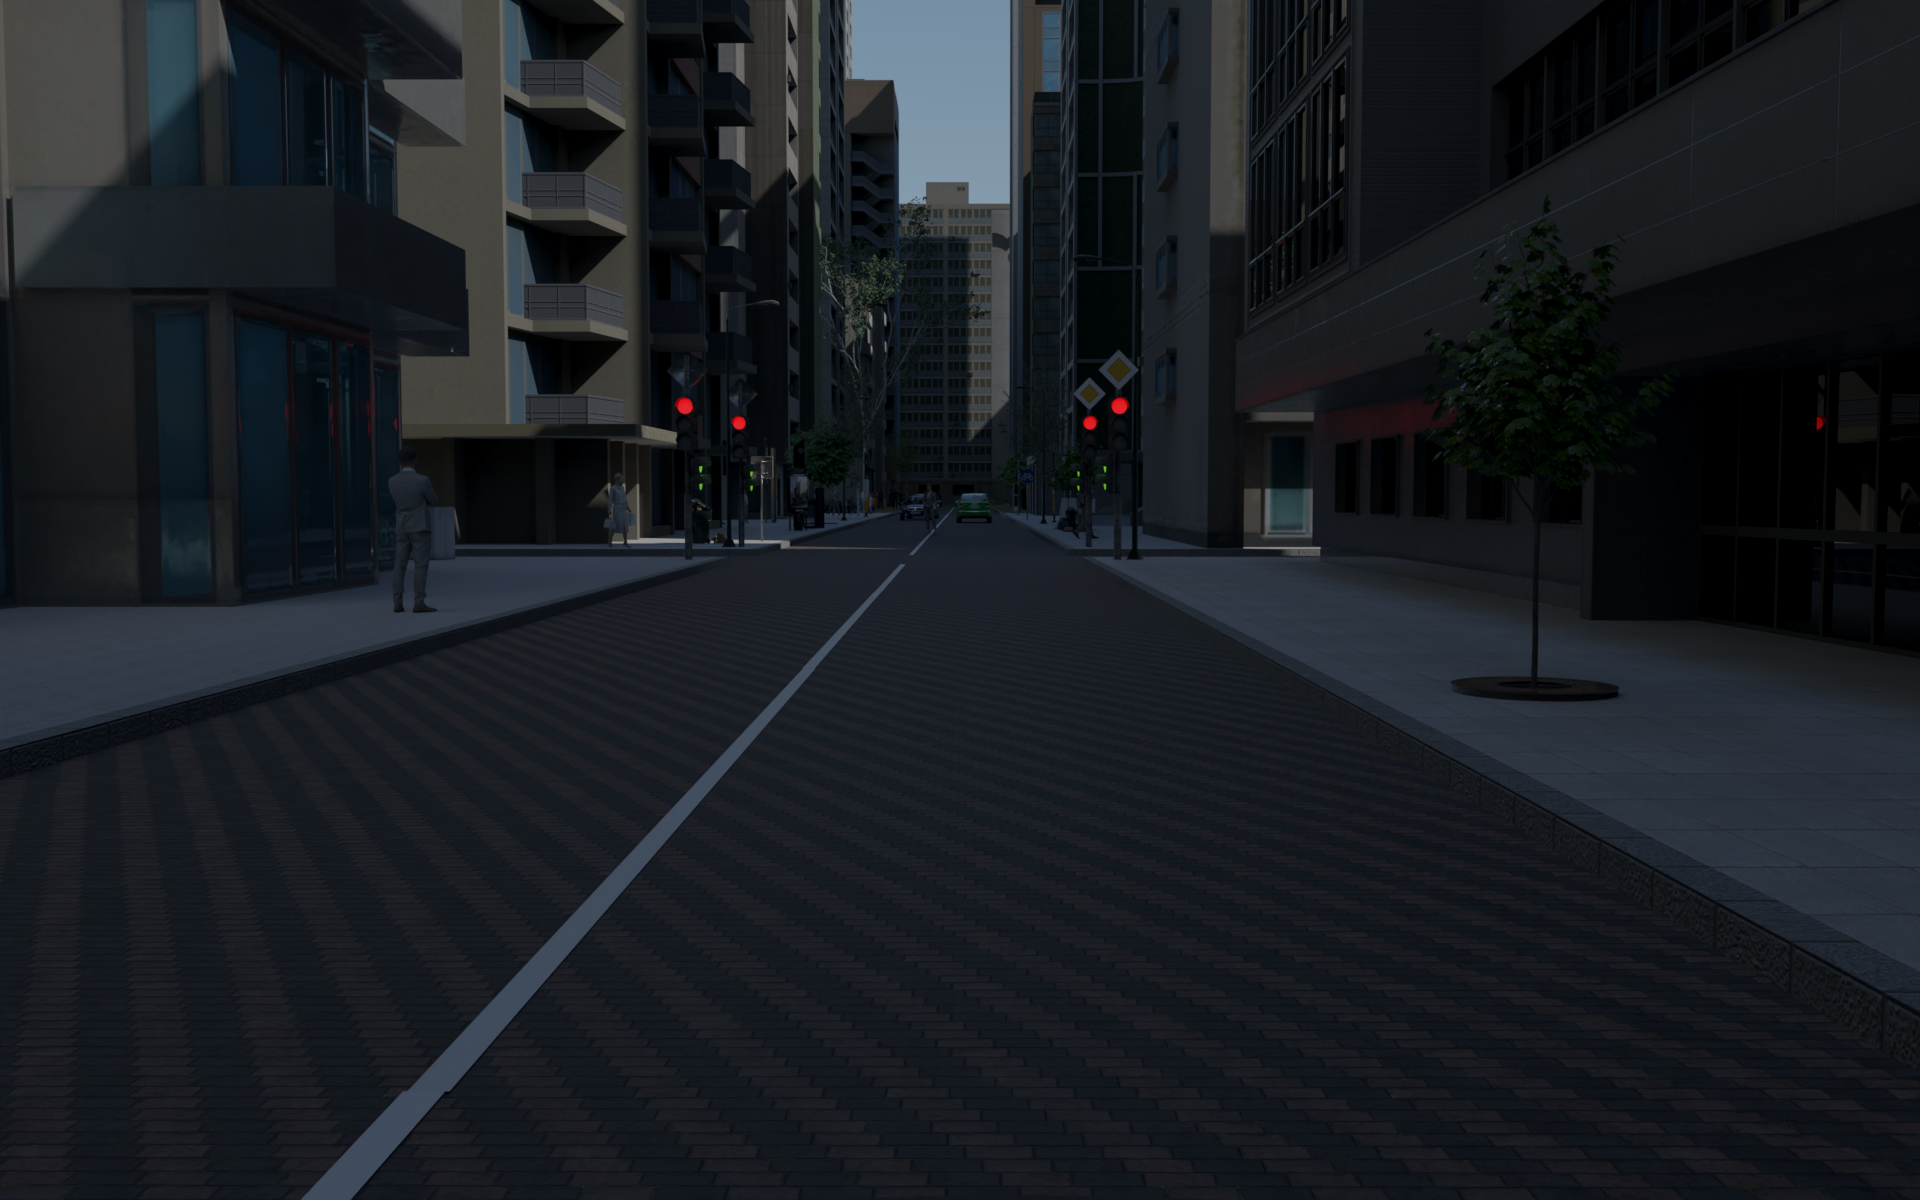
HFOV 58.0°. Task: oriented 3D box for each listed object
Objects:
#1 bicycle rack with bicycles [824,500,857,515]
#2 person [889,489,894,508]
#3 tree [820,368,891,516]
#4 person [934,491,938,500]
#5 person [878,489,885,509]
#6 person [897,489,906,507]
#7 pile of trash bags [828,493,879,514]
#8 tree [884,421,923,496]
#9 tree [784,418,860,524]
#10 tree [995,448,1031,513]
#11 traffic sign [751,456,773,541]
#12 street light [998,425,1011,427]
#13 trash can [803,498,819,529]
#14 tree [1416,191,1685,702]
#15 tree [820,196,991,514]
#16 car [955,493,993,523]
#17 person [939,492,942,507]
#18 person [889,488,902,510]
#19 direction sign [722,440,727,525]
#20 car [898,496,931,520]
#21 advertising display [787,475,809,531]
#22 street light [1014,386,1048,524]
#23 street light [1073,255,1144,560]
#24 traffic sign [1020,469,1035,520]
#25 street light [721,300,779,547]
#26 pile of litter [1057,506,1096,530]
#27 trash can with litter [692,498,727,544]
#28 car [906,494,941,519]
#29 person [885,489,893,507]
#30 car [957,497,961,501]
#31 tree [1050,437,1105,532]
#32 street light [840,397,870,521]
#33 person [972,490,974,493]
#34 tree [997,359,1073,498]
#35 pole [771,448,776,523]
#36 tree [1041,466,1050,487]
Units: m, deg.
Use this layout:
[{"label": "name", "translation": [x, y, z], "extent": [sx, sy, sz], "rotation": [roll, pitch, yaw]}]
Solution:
[{"label": "bicycle rack with bicycles", "translation": [-7.646, -5.692, 106.450], "extent": [2.852, 0.926, 2.925], "rotation": [2, 4, 24]}, {"label": "person", "translation": [-6.250, -9.374, 159.756], "extent": [0.683, 1.767, 0.568], "rotation": [0, 4, 6]}, {"label": "tree", "translation": [-6.150, -9.175, 100.371], "extent": [4.360, 8.622, 3.978], "rotation": [0, 3, 0]}, {"label": "person", "translation": [-2.456, -10.456, 180.175], "extent": [0.721, 1.735, 1.217], "rotation": [0, 4, 7]}, {"label": "person", "translation": [-6.791, -8.698, 149.181], "extent": [0.541, 1.710, 0.530], "rotation": [2, 4, 34]}, {"label": "person", "translation": [-5.295, -9.284, 158.545], "extent": [1.217, 1.735, 0.721], "rotation": [-3, 4, -36]}, {"label": "pile of trash bags", "translation": [-7.069, -6.398, 114.359], "extent": [3.447, 1.369, 1.912], "rotation": [0, 4, -4]}, {"label": "tree", "translation": [-5.538, -13.574, 172.304], "extent": [4.737, 8.622, 4.395], "rotation": [0, 3, 0]}, {"label": "tree", "translation": [-5.923, -5.564, 74.683], "extent": [4.285, 4.588, 4.351], "rotation": [0, 3, 0]}, {"label": "tree", "translation": [4.177, -8.308, 119.544], "extent": [4.285, 4.588, 4.351], "rotation": [0, 3, 0]}, {"label": "traffic sign", "translation": [-5.357, -2.734, 46.823], "extent": [0.606, 2.300, 0.079], "rotation": [1, 4, 8]}, {"label": "street light", "translation": [3.211, -8.762, 115.802], "extent": [1.470, 5.913, 1.316], "rotation": [0, 4, 0]}, {"label": "trash can", "translation": [-5.577, -3.214, 64.197], "extent": [0.748, 1.137, 0.748], "rotation": [0, 3, 0]}, {"label": "tree", "translation": [3.847, -1.011, 11.139], "extent": [1.663, 3.219, 1.824], "rotation": [0, 3, 0]}, {"label": "tree", "translation": [-4.812, -15.529, 109.784], "extent": [12.611, 20.169, 13.585], "rotation": [0, 3, 0]}, {"label": "car", "translation": [0.717, -4.808, 87.404], "extent": [1.959, 1.807, 4.718], "rotation": [0, 4, 0]}, {"label": "person", "translation": [-2.177, -10.975, 188.863], "extent": [0.530, 1.710, 0.541], "rotation": [1, 4, 20]}, {"label": "person", "translation": [-5.325, -8.336, 142.854], "extent": [1.217, 1.766, 0.721], "rotation": [1, 4, 10]}, {"label": "direction sign", "translation": [-10.051, -4.946, 72.861], "extent": [0.876, 3.537, 0.379], "rotation": [-3, 5, -44]}, {"label": "car", "translation": [-2.457, -5.086, 95.732], "extent": [1.945, 1.354, 3.894], "rotation": [0, 4, -1]}, {"label": "advertising display", "translation": [-5.653, -3.380, 60.473], "extent": [0.123, 1.923, 0.974], "rotation": [3, 4, 37]}, {"label": "street light", "translation": [3.063, -6.234, 74.473], "extent": [1.470, 5.913, 1.316], "rotation": [0, 4, 0]}, {"label": "street light", "translation": [2.884, -3.746, 33.780], "extent": [1.470, 5.913, 1.316], "rotation": [0, 4, 0]}, {"label": "traffic sign", "translation": [3.389, -5.327, 87.196], "extent": [0.768, 2.556, 0.104], "rotation": [0, 4, 4]}, {"label": "street light", "translation": [-5.040, -4.229, 41.683], "extent": [1.470, 5.913, 1.316], "rotation": [0, 4, 0]}, {"label": "pile of litter", "translation": [4.172, -2.929, 61.862], "extent": [1.719, 0.858, 1.176], "rotation": [-2, 4, -27]}, {"label": "trash can with litter", "translation": [-6.535, -2.057, 45.014], "extent": [1.055, 1.170, 0.624], "rotation": [-2, 4, -27]}, {"label": "car", "translation": [-2.168, -5.480, 101.397], "extent": [2.131, 1.459, 4.920], "rotation": [0, 4, 1]}, {"label": "person", "translation": [-6.913, -10.280, 174.132], "extent": [1.348, 1.823, 0.705], "rotation": [-1, 4, -19]}, {"label": "car", "translation": [0.768, -8.645, 153.708], "extent": [2.083, 1.381, 4.827], "rotation": [0, 4, 1]}, {"label": "tree", "translation": [4.134, -3.928, 58.830], "extent": [1.663, 3.219, 1.824], "rotation": [0, 3, 0]}, {"label": "street light", "translation": [-5.021, -6.752, 82.935], "extent": [1.470, 5.913, 1.316], "rotation": [0, 4, 0]}, {"label": "person", "translation": [1.285, -10.145, 174.366], "extent": [1.348, 1.824, 0.705], "rotation": [2, 4, 32]}, {"label": "tree", "translation": [4.293, -8.746, 93.364], "extent": [4.360, 8.622, 3.978], "rotation": [0, 3, 0]}, {"label": "pole", "translation": [-8.259, -5.071, 76.753], "extent": [0.158, 3.312, 0.155], "rotation": [0, 3, 0]}, {"label": "tree", "translation": [4.003, -4.232, 63.802], "extent": [1.663, 3.219, 1.824], "rotation": [0, 3, 0]}]
